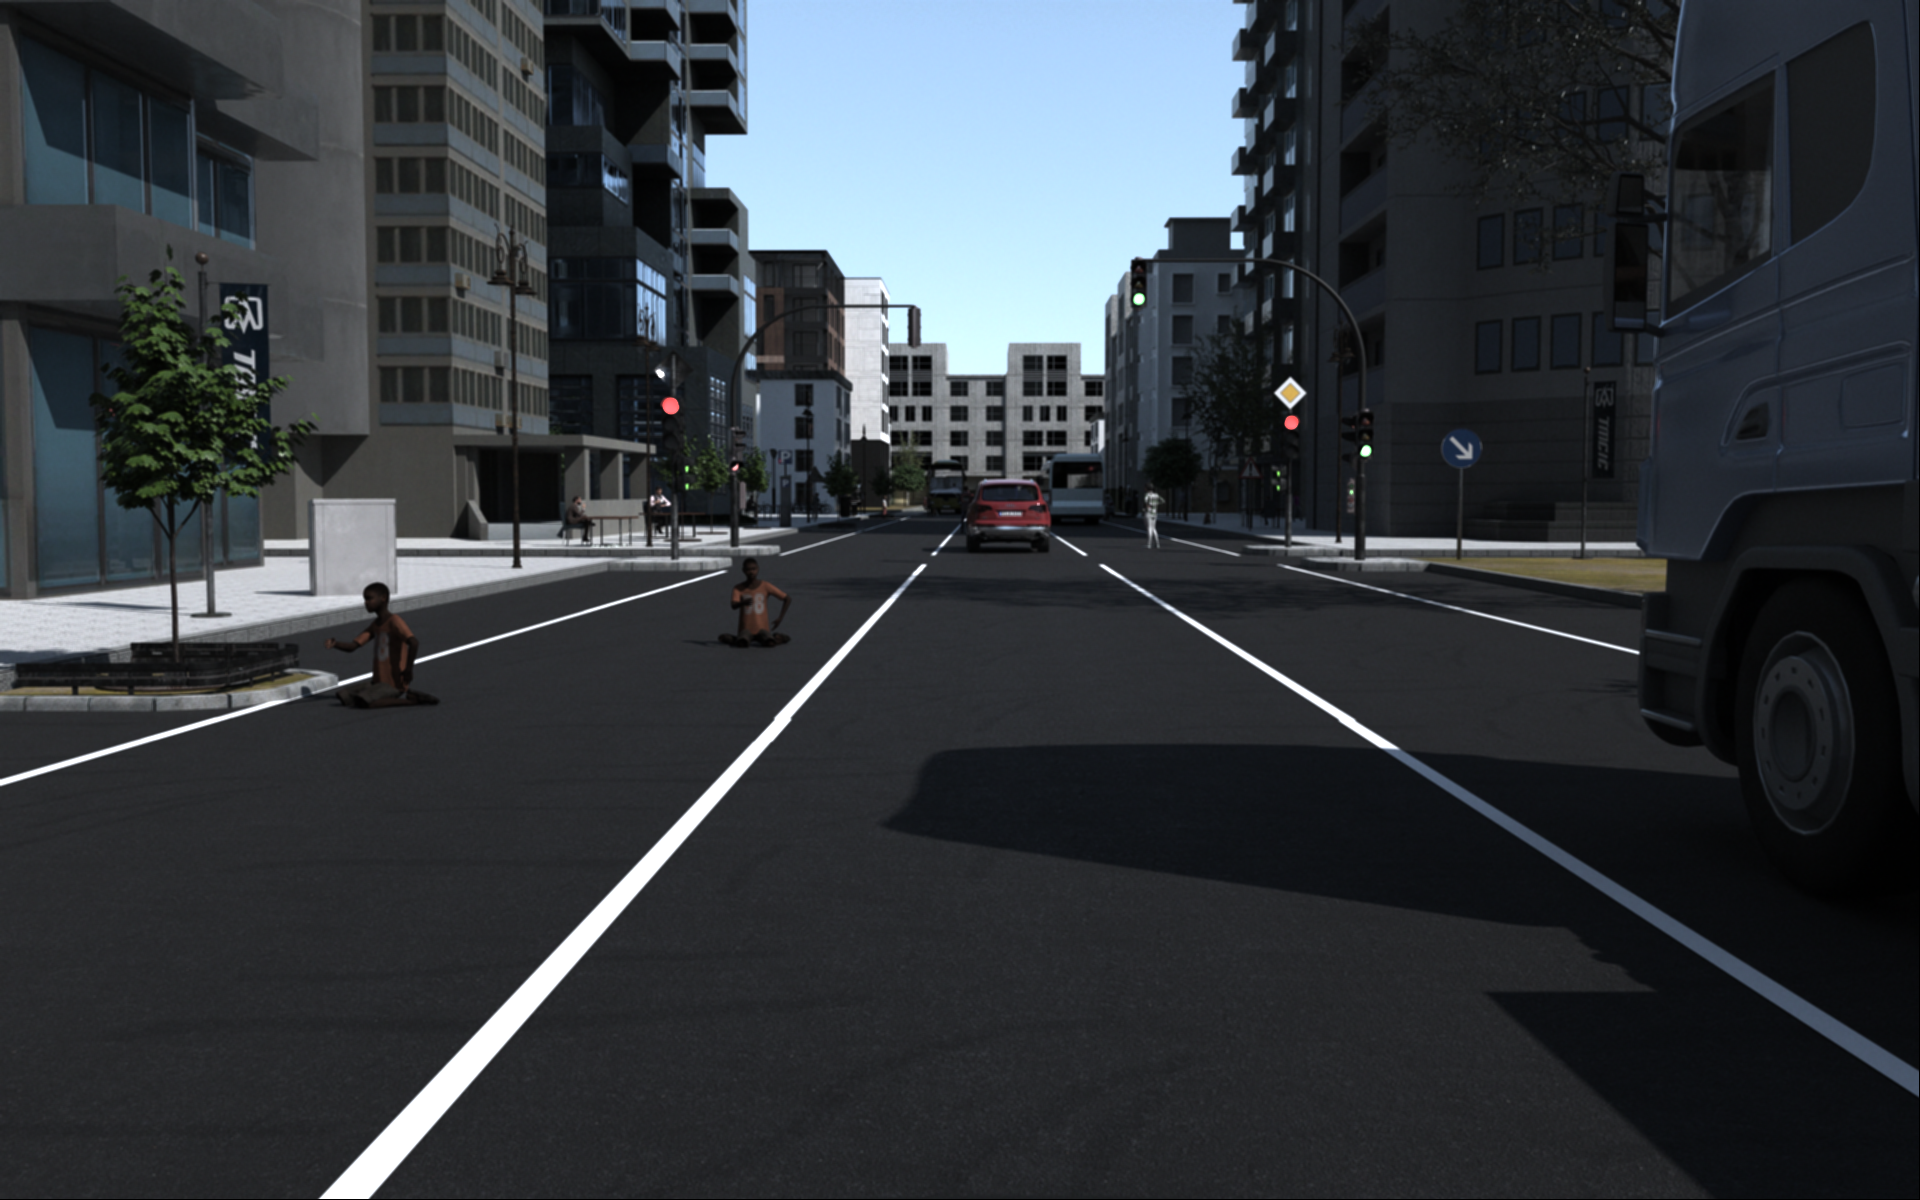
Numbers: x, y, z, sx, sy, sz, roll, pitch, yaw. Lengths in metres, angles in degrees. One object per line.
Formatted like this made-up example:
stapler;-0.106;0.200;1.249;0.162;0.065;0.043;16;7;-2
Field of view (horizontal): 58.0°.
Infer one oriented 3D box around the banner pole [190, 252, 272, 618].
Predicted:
banner pole;-7.628;-1.718;18.112;0.863;3.779;0.401;-1;4;-19

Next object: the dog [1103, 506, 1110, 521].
dog;7.854;-4.591;91.900;0.513;0.831;0.800;2;4;27

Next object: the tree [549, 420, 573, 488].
tree;-17.291;-5.419;72.312;4.285;4.588;4.351;0;3;0

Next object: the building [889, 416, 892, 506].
building;-21.622;-14.992;187.265;28.070;9.664;9.099;0;4;1

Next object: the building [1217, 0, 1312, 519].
building;27.740;-29.310;98.821;23.786;49.044;30.456;0;4;1

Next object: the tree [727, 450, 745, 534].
tree;-8.110;-3.726;55.528;1.663;3.219;1.824;0;3;0

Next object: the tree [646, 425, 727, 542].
tree;-7.469;-3.196;46.848;1.663;3.219;1.824;0;3;0

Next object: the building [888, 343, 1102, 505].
building;5.825;-21.059;210.778;31.486;18.905;16.747;0;4;1

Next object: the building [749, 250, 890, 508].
building;-21.416;-19.428;161.615;27.936;21.610;32.646;0;4;1

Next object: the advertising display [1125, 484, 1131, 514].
advertising display;11.100;-6.696;114.699;0.123;1.923;0.974;1;4;21

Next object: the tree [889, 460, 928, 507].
tree;-5.077;-12.259;184.146;4.285;4.588;4.351;0;3;0

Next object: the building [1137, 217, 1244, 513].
building;20.963;-16.378;124.193;16.016;20.091;11.380;0;4;1

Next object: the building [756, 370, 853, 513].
building;-12.691;-11.583;131.530;9.099;9.664;28.070;0;4;1

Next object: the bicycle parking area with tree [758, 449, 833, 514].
bicycle parking area with tree;-12.287;-7.697;112.850;9.016;4.147;8.231;1;4;8

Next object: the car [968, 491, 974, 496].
car;0.232;-10.233;175.975;2.281;1.827;5.304;0;4;-1

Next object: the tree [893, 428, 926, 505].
tree;-5.851;-14.935;194.552;4.737;8.622;4.395;0;3;0

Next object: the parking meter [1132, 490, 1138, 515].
parking meter;10.703;-5.962;105.892;0.372;1.533;0.369;0;3;0

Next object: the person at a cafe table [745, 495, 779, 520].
person at a cafe table;-9.811;-4.550;85.255;1.726;1.238;1.698;-2;4;-27

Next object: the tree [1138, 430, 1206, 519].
tree;10.844;-6.414;88.586;4.285;4.588;4.351;0;3;0

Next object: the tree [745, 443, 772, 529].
tree;-7.449;-4.248;64.063;1.663;3.219;1.824;0;3;0

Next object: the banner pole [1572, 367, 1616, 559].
banner pole;12.476;-2.690;33.993;0.401;3.779;0.863;-3;5;-40

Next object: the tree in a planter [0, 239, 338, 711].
tree in a planter;-5.628;-0.924;12.330;1.991;3.239;1.994;0;4;1

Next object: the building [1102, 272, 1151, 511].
building;21.629;-17.105;146.118;16.747;18.905;31.486;0;4;1

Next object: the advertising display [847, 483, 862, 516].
advertising display;-6.326;-6.021;103.659;0.974;1.923;0.123;1;4;20

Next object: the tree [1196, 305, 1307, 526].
tree;11.464;-7.214;68.310;4.737;8.622;4.395;0;3;0

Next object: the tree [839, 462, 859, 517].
tree;-6.623;-6.388;99.048;1.663;3.219;1.824;0;3;0

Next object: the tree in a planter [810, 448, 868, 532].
tree in a planter;-4.713;-4.264;66.931;1.991;3.239;1.994;0;4;1

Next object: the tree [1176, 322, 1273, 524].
tree;11.300;-7.635;75.195;4.360;8.622;3.978;0;3;0

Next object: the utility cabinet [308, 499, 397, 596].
utility cabinet;-7.726;-0.665;22.038;1.020;1.237;0.306;-2;4;-33

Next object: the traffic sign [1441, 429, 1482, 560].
traffic sign;9.752;-2.059;33.766;0.768;2.556;0.104;0;4;4

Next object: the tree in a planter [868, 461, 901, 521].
tree in a planter;-4.249;-5.950;94.508;1.991;3.239;1.994;0;4;1

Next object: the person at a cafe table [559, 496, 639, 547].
person at a cafe table;-8.942;-1.939;42.559;1.726;1.238;1.698;0;4;2

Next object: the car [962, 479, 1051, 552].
car;1.189;-2.167;44.108;2.281;1.827;5.304;0;4;0

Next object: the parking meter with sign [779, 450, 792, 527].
parking meter with sign;-6.867;-4.389;68.028;0.543;3.016;1.738;0;4;-5

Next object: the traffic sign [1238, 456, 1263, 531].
traffic sign;9.990;-3.645;59.595;0.884;2.594;0.081;0;4;2

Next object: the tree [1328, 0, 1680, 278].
tree;9.471;-6.728;20.367;12.009;13.543;11.850;0;3;0

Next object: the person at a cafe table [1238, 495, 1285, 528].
person at a cafe table;11.502;-3.330;65.308;1.698;1.238;1.726;0;4;-2

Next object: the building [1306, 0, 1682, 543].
building;26.734;-31.286;53.521;28.212;58.520;21.231;0;4;1

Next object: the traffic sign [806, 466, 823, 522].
traffic sign;-6.630;-4.847;79.251;0.884;2.594;0.081;1;4;9

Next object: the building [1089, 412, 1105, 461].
building;18.586;-14.374;177.159;9.099;9.664;28.070;0;4;1

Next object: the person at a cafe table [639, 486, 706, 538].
person at a cafe table;-8.675;-2.599;51.016;1.622;1.524;1.698;3;5;40

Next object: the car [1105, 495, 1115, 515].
car;8.808;-5.965;109.526;2.014;1.417;4.499;0;4;0
